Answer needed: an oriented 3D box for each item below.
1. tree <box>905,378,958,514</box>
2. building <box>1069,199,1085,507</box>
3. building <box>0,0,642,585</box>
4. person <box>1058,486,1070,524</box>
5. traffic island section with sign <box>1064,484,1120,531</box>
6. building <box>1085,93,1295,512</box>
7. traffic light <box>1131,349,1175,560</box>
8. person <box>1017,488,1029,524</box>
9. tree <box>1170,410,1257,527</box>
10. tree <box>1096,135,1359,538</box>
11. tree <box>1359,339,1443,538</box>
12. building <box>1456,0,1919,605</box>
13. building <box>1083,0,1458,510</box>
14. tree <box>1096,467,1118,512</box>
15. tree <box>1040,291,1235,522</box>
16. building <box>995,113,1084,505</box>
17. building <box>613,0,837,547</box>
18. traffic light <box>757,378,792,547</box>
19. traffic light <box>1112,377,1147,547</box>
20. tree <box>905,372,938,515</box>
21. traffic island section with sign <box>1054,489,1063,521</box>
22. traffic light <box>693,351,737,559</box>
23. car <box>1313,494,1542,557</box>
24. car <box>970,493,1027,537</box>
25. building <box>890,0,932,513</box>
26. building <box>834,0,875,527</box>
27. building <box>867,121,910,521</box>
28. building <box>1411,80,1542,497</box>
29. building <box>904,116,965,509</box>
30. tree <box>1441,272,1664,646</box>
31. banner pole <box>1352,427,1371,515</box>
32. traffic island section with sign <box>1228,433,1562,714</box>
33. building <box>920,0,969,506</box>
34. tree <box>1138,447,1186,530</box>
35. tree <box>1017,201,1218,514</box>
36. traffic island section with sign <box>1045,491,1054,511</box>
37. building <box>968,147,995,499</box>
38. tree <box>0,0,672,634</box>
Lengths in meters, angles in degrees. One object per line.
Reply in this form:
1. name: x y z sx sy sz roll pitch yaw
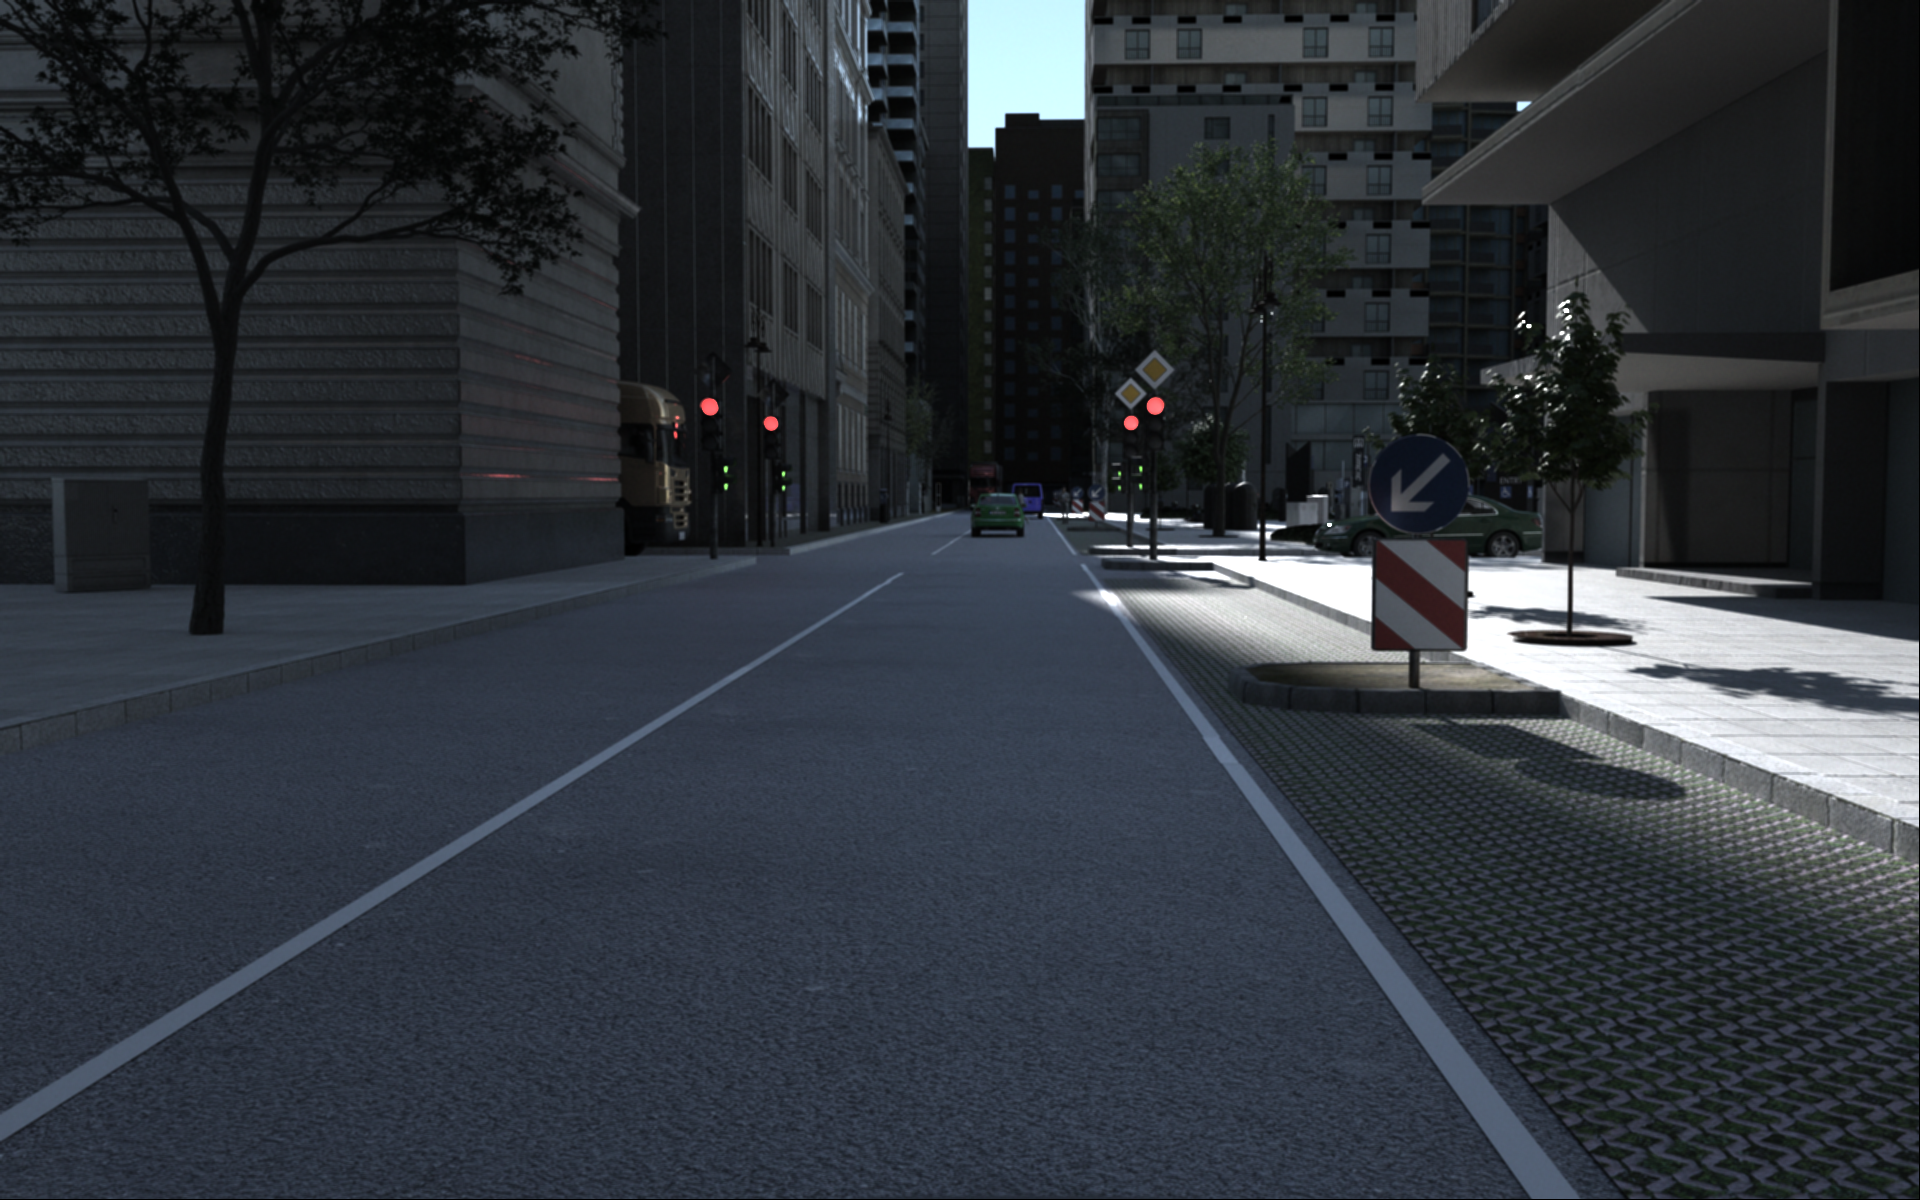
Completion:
1. tree: -2.304 -9.774 110.165 4.360 8.622 3.978 0 3 0
2. building: 17.842 -24.434 171.193 14.160 30.474 14.107 0 4 2
3. building: -15.980 -12.225 28.750 19.941 23.489 11.050 0 4 2
4. person: 4.998 -4.562 83.294 0.606 1.804 0.583 1 4 10
5. traffic island section with sign: 5.144 -3.567 66.942 1.989 1.847 2.006 0 4 2
6. building: 16.879 -21.848 128.919 14.160 30.474 14.107 0 4 2
7. traffic light: 3.763 -2.742 33.760 0.839 4.253 0.868 0 4 2
8. person: 2.836 -4.363 80.592 0.760 1.731 0.466 0 4 -5
9. tree: 9.835 -5.101 67.113 4.285 4.588 4.351 0 3 0
10. tree: 7.729 -7.663 51.039 9.928 11.665 9.643 0 3 0
11. tree: 5.819 -1.662 21.770 1.663 3.219 1.824 0 3 0
12. building: 21.442 -26.231 18.118 28.713 52.752 27.495 0 4 2
13. building: 24.469 -34.219 148.712 28.713 52.752 27.495 0 4 2
14. tree: 10.511 -7.761 121.499 1.663 3.219 1.824 0 3 0
15. tree: 7.802 -8.778 77.935 8.767 10.594 7.601 -1 4 -10
16. building: 11.406 -34.048 206.796 14.200 45.320 14.600 0 4 2
17. building: -10.795 -14.271 51.348 12.078 24.808 19.932 0 4 2
18. traffic light: -4.520 -3.251 42.068 0.839 4.253 0.868 0 4 2
19. traffic light: 4.085 -3.230 41.738 0.839 4.253 0.868 0 4 2
20. tree: -3.352 -9.427 104.494 4.737 8.622 4.395 0 3 0
21. traffic island section with sign: 6.230 -5.214 93.875 1.989 1.847 2.006 0 4 2
22. traffic light: -4.842 -2.763 34.090 0.839 4.253 0.868 0 4 2
23. car: 10.101 -1.563 37.351 4.920 1.459 2.131 0 4 1
24. car: 1.314 -3.096 59.420 1.959 1.807 4.718 0 4 2
25. building: -13.010 -50.069 131.301 22.319 86.520 31.000 0 4 2
26. building: -10.840 -17.451 71.234 13.634 28.700 20.117 0 4 2
27. building: -8.105 -14.788 90.930 9.793 20.994 18.267 0 4 2
28. building: 43.555 -32.112 179.662 28.867 44.769 22.147 0 4 2
29. building: -15.881 -28.649 160.298 32.217 40.220 23.993 0 4 2
30. tree: 5.450 -1.254 15.109 1.663 3.219 1.824 0 3 0
31. banner pole: 14.959 -4.550 64.413 0.863 3.779 0.401 -1 4 -11
32. traffic island section with sign: 2.939 -0.216 12.160 1.989 1.847 2.006 0 4 2
33. building: -9.722 -45.484 181.918 20.611 71.187 20.563 0 4 2
34. tree: 6.999 -4.086 61.399 1.663 3.219 1.824 0 3 0
35. tree: 9.950 -15.551 110.147 12.611 20.169 13.585 0 3 0
36. traffic island section with sign: 8.232 -8.250 143.522 1.989 1.847 2.006 0 4 2
37. building: -2.728 -32.039 207.430 14.086 41.232 14.154 0 4 2
38. tree: -6.616 -4.953 15.400 7.601 10.594 8.767 2 4 27
